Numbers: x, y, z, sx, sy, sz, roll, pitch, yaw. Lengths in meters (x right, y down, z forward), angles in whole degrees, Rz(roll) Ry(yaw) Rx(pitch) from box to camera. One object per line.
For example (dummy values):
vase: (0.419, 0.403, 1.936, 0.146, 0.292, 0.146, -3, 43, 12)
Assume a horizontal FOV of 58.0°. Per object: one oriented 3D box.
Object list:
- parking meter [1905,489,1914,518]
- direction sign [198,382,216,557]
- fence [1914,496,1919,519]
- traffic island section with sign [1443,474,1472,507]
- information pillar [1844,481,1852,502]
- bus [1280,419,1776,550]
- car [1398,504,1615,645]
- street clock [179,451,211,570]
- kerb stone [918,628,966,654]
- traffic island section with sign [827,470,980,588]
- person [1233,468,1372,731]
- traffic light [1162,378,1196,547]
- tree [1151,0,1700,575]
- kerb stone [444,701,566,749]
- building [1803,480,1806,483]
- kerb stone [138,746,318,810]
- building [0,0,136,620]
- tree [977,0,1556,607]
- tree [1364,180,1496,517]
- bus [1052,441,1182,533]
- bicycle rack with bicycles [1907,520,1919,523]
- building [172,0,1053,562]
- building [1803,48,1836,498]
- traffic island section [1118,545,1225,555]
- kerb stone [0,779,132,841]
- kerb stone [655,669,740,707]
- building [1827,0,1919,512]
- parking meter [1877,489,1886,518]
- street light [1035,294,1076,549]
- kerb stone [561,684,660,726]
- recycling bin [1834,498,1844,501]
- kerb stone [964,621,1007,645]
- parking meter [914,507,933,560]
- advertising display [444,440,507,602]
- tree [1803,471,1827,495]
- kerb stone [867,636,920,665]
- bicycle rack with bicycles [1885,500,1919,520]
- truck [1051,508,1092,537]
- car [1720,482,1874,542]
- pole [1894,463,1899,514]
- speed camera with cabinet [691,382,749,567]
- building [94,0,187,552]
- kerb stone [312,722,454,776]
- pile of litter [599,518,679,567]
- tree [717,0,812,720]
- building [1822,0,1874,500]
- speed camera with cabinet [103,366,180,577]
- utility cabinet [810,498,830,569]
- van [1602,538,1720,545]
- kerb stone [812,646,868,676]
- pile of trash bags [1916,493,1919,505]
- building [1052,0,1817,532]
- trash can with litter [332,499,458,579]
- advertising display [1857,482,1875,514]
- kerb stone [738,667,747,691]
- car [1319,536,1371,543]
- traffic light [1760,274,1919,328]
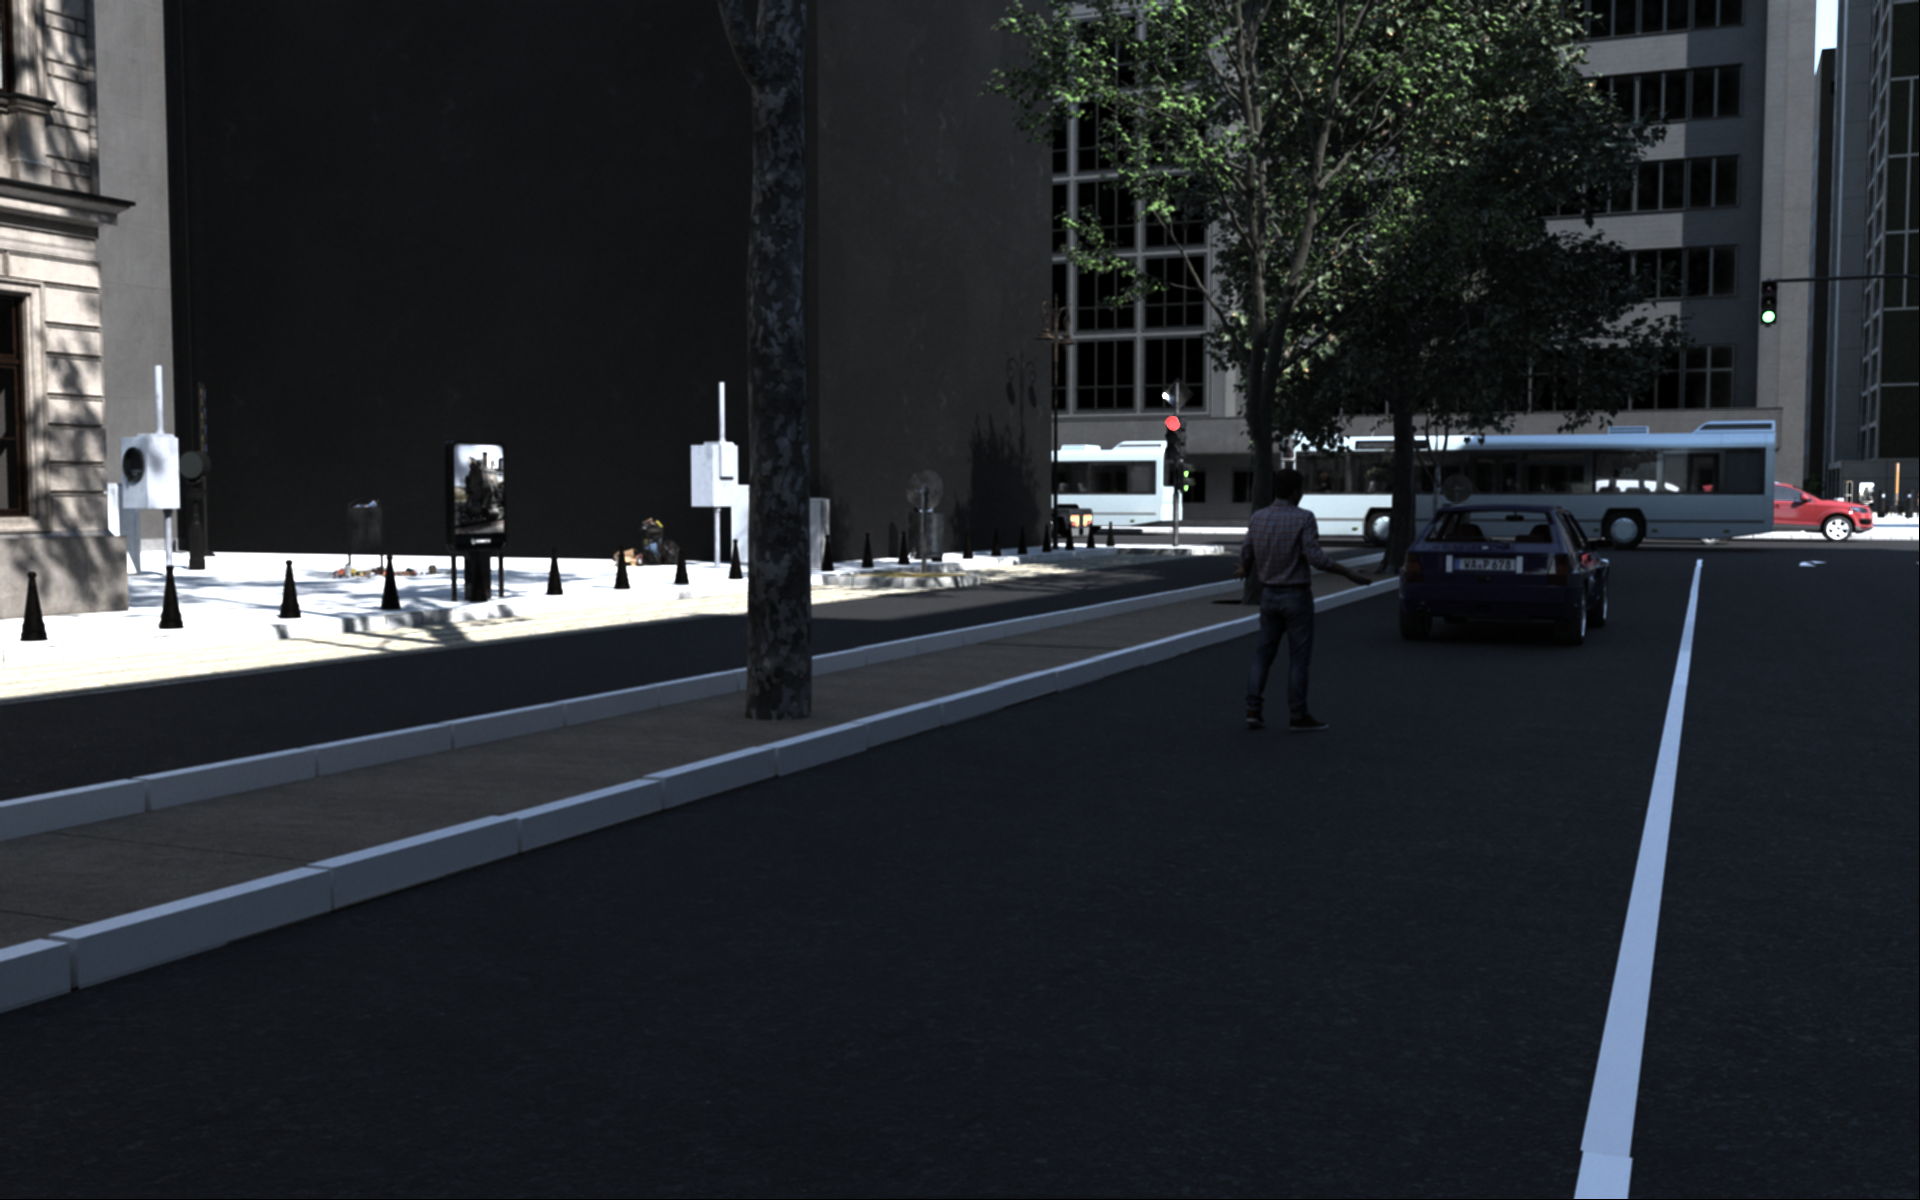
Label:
parking meter: (50.616, -5.132, 92.325, 0.372, 1.533, 0.369, 0, 3, 0)
direction sign: (-15.511, -2.663, 35.544, 0.379, 3.537, 0.876, -1, 4, -17)
fence: (49.958, -4.715, 88.291, 2.264, 1.192, 0.480, 2, 4, 33)
traffic island section with sign: (11.300, -1.932, 39.719, 2.006, 1.907, 1.989, 2, 4, 23)
information pillar: (50.783, -5.783, 99.051, 0.304, 2.012, 0.304, 0, 4, -1)
bus: (14.423, -3.148, 46.335, 13.247, 3.499, 2.948, 1, 4, 22)
car: (5.713, -0.330, 17.982, 1.945, 1.354, 3.894, 2, 4, 25)
street clock: (-12.874, -1.505, 29.176, 0.471, 2.002, 0.358, 1, 4, 10)
kerb stone: (-0.224, 0.390, 15.818, 0.120, 0.150, 1.000, 2, 4, 23)
traffic island section with sign: (-0.773, -1.146, 27.362, 1.989, 1.847, 2.006, 2, 4, 23)
person: (1.999, -0.005, 10.536, 0.963, 1.587, 0.435, 3, 4, 37)
traffic light: (5.253, -3.242, 41.933, 0.839, 4.253, 0.868, 2, 4, 23)
tree: (7.965, -6.810, 30.803, 9.611, 12.733, 9.660, 0, 3, 0)
kerb stone: (-2.678, 0.737, 10.149, 0.120, 0.150, 1.000, 2, 4, 23)
building: (104.694, -35.731, 207.895, 21.600, 48.544, 21.300, 2, 4, 23)
kerb stone: (-3.493, 0.852, 8.265, 0.120, 0.150, 1.000, 2, 4, 23)
building: (-17.067, -9.016, 12.032, 10.561, 19.102, 19.286, 2, 4, 23)
tree: (3.895, -5.728, 21.859, 9.928, 11.665, 9.643, 0, 3, 0)
tree: (10.392, -5.184, 37.585, 4.360, 8.622, 3.978, 0, 3, 0)
bus: (1.396, -4.199, 63.517, 13.247, 3.499, 2.948, 2, 4, 23)
bicycle rack with bicycles: (42.991, -3.827, 75.954, 2.852, 0.926, 2.925, 0, 4, -1)
building: (-7.409, -12.871, 40.115, 15.834, 23.373, 12.332, 2, 4, 23)
building: (90.632, -31.724, 168.802, 14.600, 45.320, 14.200, 2, 4, 23)
traffic island section: (5.221, -1.211, 42.083, 2.009, 0.180, 2.903, 2, 4, 23)
kerb stone: (-3.903, 0.910, 7.317, 0.120, 0.150, 1.000, 2, 4, 23)
kerb stone: (-1.861, 0.621, 12.049, 0.120, 0.150, 1.000, 2, 4, 23)
building: (75.347, -41.962, 124.333, 20.563, 71.187, 20.611, 2, 4, 23)
parking meter: (49.786, -5.210, 93.590, 0.372, 1.533, 0.369, 0, 3, 0)
street light: (2.220, -4.121, 40.165, 0.468, 5.910, 1.993, 2, 4, 23)
kerb stone: (-2.266, 0.679, 11.099, 0.120, 0.150, 1.000, 2, 4, 23)
recycling bin: (54.480, -5.779, 107.044, 0.722, 1.027, 0.722, 1, 4, 11)
kerb stone: (0.184, 0.333, 16.758, 0.120, 0.150, 1.000, 2, 4, 23)
parking meter: (-0.708, -1.565, 33.994, 0.372, 1.533, 0.369, 0, 3, 0)
advertising display: (-5.870, -0.968, 21.037, 0.123, 1.923, 0.974, 2, 4, 25)
tree: (70.019, -9.008, 141.889, 1.663, 3.219, 1.824, 0, 3, 0)
kerb stone: (-0.631, 0.448, 14.877, 0.120, 0.150, 1.000, 2, 4, 23)
bicycle rack with bicycles: (53.097, -5.123, 97.145, 2.852, 0.926, 2.925, 2, 4, 28)
truck: (-4.691, -4.326, 60.488, 18.799, 4.110, 2.967, 1, 4, 22)
car: (25.102, -2.724, 53.214, 5.304, 1.827, 2.281, 2, 4, 25)
pole: (61.334, -7.313, 113.413, 0.158, 3.312, 0.155, 0, 3, 0)
speed camera with cabinet: (-3.991, -2.264, 31.357, 0.660, 3.252, 2.038, 2, 4, 33)
building: (-30.040, -13.961, 47.336, 30.058, 24.678, 14.314, 2, 4, 23)
kerb stone: (-3.089, 0.796, 9.210, 0.120, 0.150, 1.000, 2, 4, 23)
pile of litter: (-5.729, -1.055, 31.215, 1.719, 0.858, 1.176, -2, 4, -28)
tree: (-1.935, -9.383, 11.752, 12.611, 20.169, 13.585, 0, 3, 0)
building: (85.939, -37.025, 147.364, 21.231, 58.520, 28.212, 2, 4, 23)
speed camera with cabinet: (-13.025, -1.997, 26.983, 2.038, 3.252, 0.660, 2, 4, 32)
utility cabinet: (-2.747, -1.140, 29.799, 1.020, 1.237, 0.306, 2, 4, 25)
van: (20.259, -2.628, 49.974, 4.112, 2.044, 2.013, 2, 4, 24)
kerb stone: (-1.034, 0.511, 13.936, 0.120, 0.150, 1.000, 2, 4, 23)
pile of trash bags: (59.136, -5.769, 104.080, 3.447, 1.369, 1.912, -1, 4, -8)
building: (16.681, -15.239, 68.232, 30.058, 24.678, 14.314, 2, 4, 23)
trash can with litter: (-8.945, -0.993, 27.297, 2.233, 1.210, 1.678, -3, 4, -37)
advertising display: (49.416, -5.460, 94.490, 0.974, 1.923, 0.123, -1, 4, -14)
kerb stone: (-1.447, 0.563, 12.993, 0.120, 0.150, 1.000, 2, 4, 23)
car: (11.134, -2.400, 51.608, 4.827, 1.381, 2.083, 2, 4, 25)
traffic light: (19.103, -3.741, 35.825, 4.771, 5.953, 1.251, 2, 4, 23)
